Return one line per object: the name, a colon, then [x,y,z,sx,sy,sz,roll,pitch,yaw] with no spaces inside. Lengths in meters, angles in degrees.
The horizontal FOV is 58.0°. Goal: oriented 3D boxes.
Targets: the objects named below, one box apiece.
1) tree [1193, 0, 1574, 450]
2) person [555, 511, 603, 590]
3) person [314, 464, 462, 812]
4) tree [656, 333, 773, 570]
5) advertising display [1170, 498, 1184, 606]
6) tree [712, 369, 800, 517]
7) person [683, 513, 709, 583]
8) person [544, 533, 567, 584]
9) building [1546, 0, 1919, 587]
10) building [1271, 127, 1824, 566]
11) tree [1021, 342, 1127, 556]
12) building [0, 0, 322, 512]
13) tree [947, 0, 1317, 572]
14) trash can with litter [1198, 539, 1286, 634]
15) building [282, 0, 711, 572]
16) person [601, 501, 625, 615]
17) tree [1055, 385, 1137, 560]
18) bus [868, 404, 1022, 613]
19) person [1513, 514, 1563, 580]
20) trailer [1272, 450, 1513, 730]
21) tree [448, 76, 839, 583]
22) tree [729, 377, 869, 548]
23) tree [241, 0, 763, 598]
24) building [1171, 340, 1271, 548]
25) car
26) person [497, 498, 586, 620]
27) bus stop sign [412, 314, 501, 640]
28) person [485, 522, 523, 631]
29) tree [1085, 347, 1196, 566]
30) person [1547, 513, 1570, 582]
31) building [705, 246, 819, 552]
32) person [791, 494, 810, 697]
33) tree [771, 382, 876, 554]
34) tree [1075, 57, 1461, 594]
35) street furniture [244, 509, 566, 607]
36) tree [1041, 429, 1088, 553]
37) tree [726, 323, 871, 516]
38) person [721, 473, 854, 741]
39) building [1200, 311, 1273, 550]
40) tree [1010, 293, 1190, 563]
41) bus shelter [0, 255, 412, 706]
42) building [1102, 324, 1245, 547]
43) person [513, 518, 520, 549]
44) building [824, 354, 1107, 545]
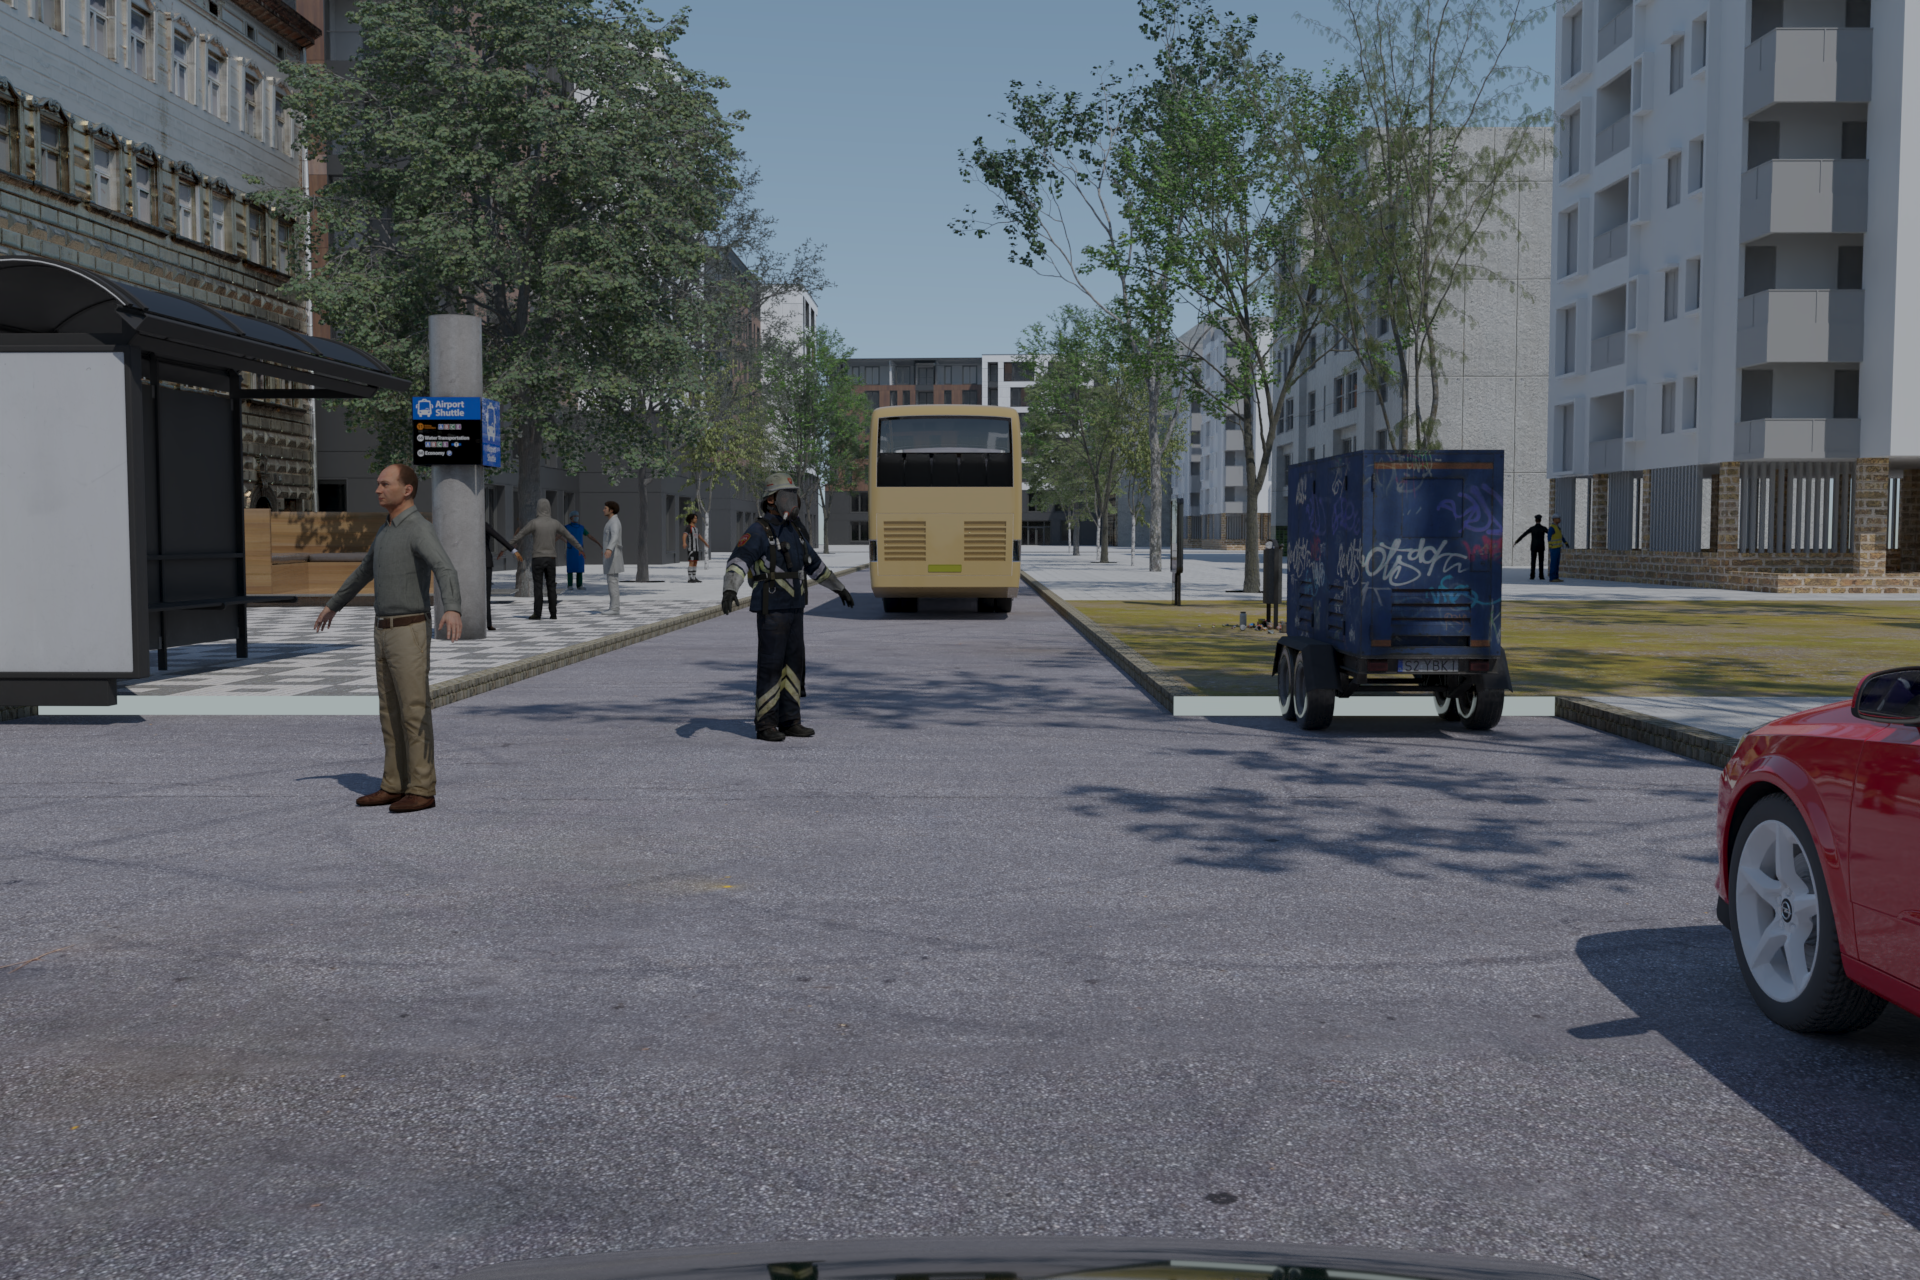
tree: [5.220,-4.201,19.056,4.360,8.622,3.978,0,3,0]
person: [-8.848,-2.063,39.855,1.347,1.817,0.704,-3,5,-39]
person: [-2.940,-0.020,9.048,1.348,1.796,0.705,3,5,42]
tree: [-9.022,-6.844,62.261,4.737,8.622,4.395,0,3,0]
advertising display: [3.910,-1.592,31.249,0.123,1.923,0.974,0,4,0]
tree: [-8.627,-7.713,76.476,4.360,8.622,3.978,0,3,0]
person: [-6.990,-2.406,45.483,0.704,1.843,1.345,1,4,19]
person: [-10.495,-2.334,44.024,1.347,1.847,0.705,1,4,18]
building: [22.636,-11.813,49.561,16.016,20.090,11.380,0,4,1]
building: [26.193,-13.304,83.980,16.747,18.905,31.486,0,4,1]
tree: [6.508,-11.232,101.770,7.486,12.596,7.792,0,3,0]
building: [-29.059,-12.999,43.463,19.493,23.208,18.063,0,4,1]
tree: [5.887,-12.323,57.376,12.611,20.169,13.585,0,3,0]
trash can with litter: [4.136,-0.735,23.081,1.678,1.210,2.233,0,4,-1]
building: [-26.328,-13.785,69.360,27.936,21.610,32.646,0,3,0]
person: [-5.571,-1.310,27.603,0.705,1.806,1.347,-1,4,-14]
tree: [6.788,-8.219,84.735,4.360,8.622,3.978,0,3,0]
bus: [-0.205,-2.624,34.448,2.896,3.916,12.252,0,4,0]
person: [16.242,-2.615,48.688,1.347,1.837,0.705,1,4,22]
trailer: [3.198,-0.406,13.684,1.471,1.999,3.904,0,3,0]
tree: [-8.264,-8.264,45.491,12.009,13.543,11.850,0,3,0]
tree: [-8.512,-9.981,97.600,8.767,10.594,7.601,-2,4,-30]
tree: [-8.855,-7.843,34.888,9.857,13.997,8.962,0,3,0]
building: [25.903,-19.125,169.118,16.016,20.090,11.380,0,4,0]
car: [3.235,0.326,3.713,2.155,1.783,4.494,0,4,1]
person: [-6.241,-1.212,25.948,1.348,1.813,0.705,-2,4,-30]
bus stop sign: [-6.125,-1.964,21.127,0.837,3.901,0.837,0,4,0]
person: [-6.360,-1.000,23.073,1.216,1.740,0.721,1,4,22]
tree: [7.153,-7.253,68.944,4.737,8.622,4.395,0,3,0]
person: [15.940,-2.465,46.275,0.705,1.833,1.349,3,5,39]
building: [-26.763,-18.071,139.430,27.936,21.610,32.646,0,4,0]
person: [-1.520,-0.403,15.278,0.704,1.802,1.346,-1,4,-18]
tree: [-8.575,-11.346,111.261,9.928,11.665,9.643,0,3,0]
tree: [6.536,-6.838,37.561,9.928,11.665,9.643,0,3,0]
street furniture: [-13.351,-1.682,34.350,11.010,1.723,9.812,-1,4,-9]
tree: [7.613,-10.168,116.606,4.360,8.622,3.978,0,3,0]
tree: [-7.941,-9.731,84.861,9.928,11.665,9.643,0,3,0]
person: [-1.239,-0.236,12.101,0.705,1.856,1.354,2,4,35]
building: [25.809,-17.816,147.704,16.016,20.090,11.380,0,4,1]
tree: [6.267,-9.196,76.113,9.928,11.665,9.643,0,3,0]
bus shelter: [-6.790,-1.312,15.368,2.014,3.302,5.546,0,4,2]
building: [25.154,-21.564,183.506,19.493,23.208,18.063,0,4,0]
person: [-10.539,-2.162,42.146,1.217,1.733,0.721,3,5,45]
building: [1.377,-22.202,209.439,32.646,21.610,27.936,0,4,4]
